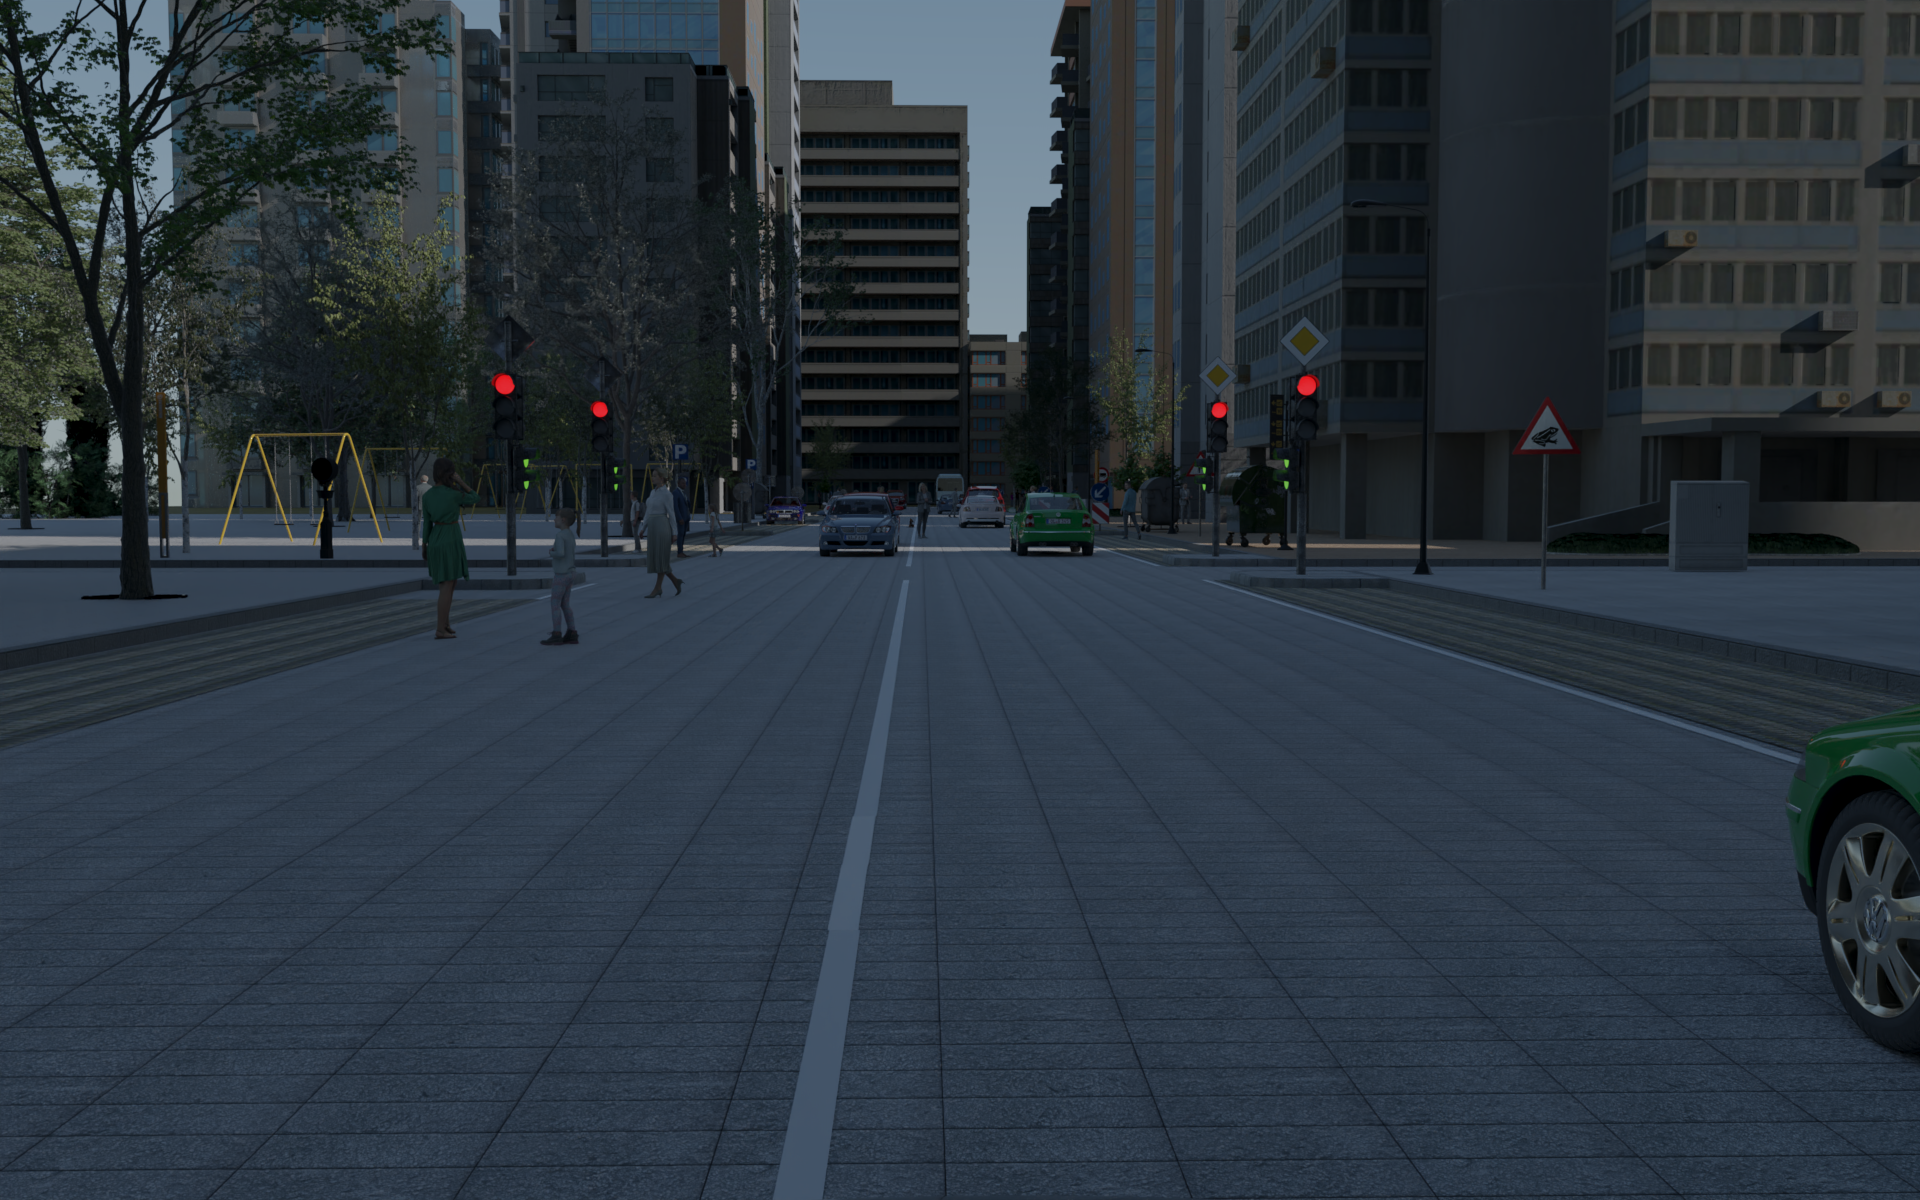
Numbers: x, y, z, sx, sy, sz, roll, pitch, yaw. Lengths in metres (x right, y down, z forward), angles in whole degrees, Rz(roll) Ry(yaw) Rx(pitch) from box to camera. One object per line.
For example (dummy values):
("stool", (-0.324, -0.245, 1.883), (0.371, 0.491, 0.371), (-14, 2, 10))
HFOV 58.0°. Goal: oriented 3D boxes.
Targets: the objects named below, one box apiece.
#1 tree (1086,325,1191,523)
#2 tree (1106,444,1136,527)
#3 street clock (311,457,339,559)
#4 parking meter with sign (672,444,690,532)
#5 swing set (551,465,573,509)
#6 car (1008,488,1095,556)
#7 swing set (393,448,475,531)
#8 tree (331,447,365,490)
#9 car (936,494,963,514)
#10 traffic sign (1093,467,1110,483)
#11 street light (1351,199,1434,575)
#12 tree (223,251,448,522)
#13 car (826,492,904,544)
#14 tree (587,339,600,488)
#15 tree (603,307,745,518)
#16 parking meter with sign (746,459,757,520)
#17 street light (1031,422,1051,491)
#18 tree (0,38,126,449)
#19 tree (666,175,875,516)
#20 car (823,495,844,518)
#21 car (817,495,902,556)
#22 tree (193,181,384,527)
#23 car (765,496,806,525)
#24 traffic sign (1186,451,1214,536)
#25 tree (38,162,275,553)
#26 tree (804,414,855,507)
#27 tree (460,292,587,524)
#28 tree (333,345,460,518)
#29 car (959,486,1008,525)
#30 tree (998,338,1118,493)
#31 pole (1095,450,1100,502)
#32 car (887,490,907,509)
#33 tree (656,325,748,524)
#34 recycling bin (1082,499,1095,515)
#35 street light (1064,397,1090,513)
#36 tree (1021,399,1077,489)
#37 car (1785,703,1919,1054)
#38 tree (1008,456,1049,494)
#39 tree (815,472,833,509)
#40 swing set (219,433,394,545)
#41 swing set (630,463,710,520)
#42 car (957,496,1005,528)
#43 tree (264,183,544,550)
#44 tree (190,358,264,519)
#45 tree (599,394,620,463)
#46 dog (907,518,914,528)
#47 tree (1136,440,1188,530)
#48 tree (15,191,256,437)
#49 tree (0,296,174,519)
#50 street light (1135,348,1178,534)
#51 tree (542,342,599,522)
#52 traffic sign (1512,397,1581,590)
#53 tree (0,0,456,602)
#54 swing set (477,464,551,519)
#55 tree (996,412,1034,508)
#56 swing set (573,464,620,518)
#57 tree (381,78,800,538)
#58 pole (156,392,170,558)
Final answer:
("tree", (7.629, -7.677, 75.879), (4.737, 8.622, 4.395), (0, 3, 0))
("tree", (6.606, -4.445, 67.280), (1.663, 3.219, 1.824), (0, 3, 0))
("street clock", (-12.586, -1.822, 34.362), (0.471, 2.002, 0.358), (1, 4, 12))
("parking meter with sign", (-9.559, -3.872, 59.562), (0.543, 3.016, 1.738), (-1, 4, -12))
("swing set", (-22.808, -5.977, 95.340), (3.119, 2.851, 2.862), (2, 4, 35))
("car", (2.160, -2.000, 41.500), (1.959, 1.807, 4.718), (0, 4, -2))
("swing set", (-18.651, -3.739, 58.747), (3.119, 2.851, 2.862), (1, 4, 10))
("tree", (-37.642, -9.488, 105.488), (4.360, 8.622, 3.978), (0, 3, 0))
("car", (-0.701, -6.870, 124.333), (2.014, 1.417, 4.499), (0, 4, -3))
("traffic sign", (6.669, -4.986, 81.628), (0.768, 2.556, 0.104), (0, 4, 6))
("street light", (6.859, -3.361, 27.491), (1.470, 5.913, 1.316), (0, 4, -1))
("tree", (-28.878, -10.020, 80.838), (9.611, 12.733, 9.660), (0, 3, 0))
("car", (-2.637, -2.422, 48.635), (2.155, 1.783, 4.494), (0, 4, 0))
("tree", (-15.941, -7.586, 74.399), (4.360, 8.622, 3.978), (0, 3, 0))
("tree", (-10.767, -7.128, 66.911), (4.360, 8.622, 3.978), (0, 3, 0))
("parking meter with sign", (-10.549, -5.569, 87.317), (0.543, 3.016, 1.738), (-1, 4, -9))
("street light", (5.191, -8.428, 110.341), (1.470, 5.913, 1.316), (0, 4, -1))
("tree", (-24.621, -7.631, 42.890), (7.486, 12.596, 7.792), (0, 3, 0))
("tree", (-11.354, -15.038, 101.762), (12.611, 20.169, 13.585), (0, 3, 0))
("car", (-5.833, -4.567, 87.040), (2.083, 1.381, 4.827), (0, 4, -1))
("car", (-2.379, -1.794, 41.342), (2.014, 1.417, 4.499), (0, 4, 0))
("tree", (-24.783, -9.592, 67.204), (12.009, 13.543, 11.850), (0, 3, 0))
("car", (-8.173, -4.205, 81.328), (1.945, 1.354, 3.894), (0, 4, -3))
("traffic sign", (7.260, -3.201, 52.346), (0.884, 2.594, 0.081), (0, 4, 1))
("tree", (-17.113, -5.329, 37.493), (4.360, 8.622, 3.978), (0, 3, 0))
("tree", (-11.922, -12.731, 158.512), (4.737, 8.622, 4.395), (0, 3, 0))
("tree", (-16.538, -6.948, 63.964), (4.360, 8.622, 3.978), (0, 3, 0))
("tree", (-30.785, -9.595, 91.291), (7.601, 10.594, 8.767), (1, 4, 16))
("car", (1.097, -4.418, 80.901), (2.281, 1.827, 5.304), (0, 4, 1))
("tree", (5.832, -10.385, 104.203), (7.601, 10.594, 8.767), (-1, 4, -15))
("pole", (6.331, -5.267, 79.953), (0.158, 3.312, 0.155), (0, 3, 0))
("car", (-6.123, -9.480, 163.671), (2.281, 1.827, 5.304), (0, 4, 0))
("tree", (-10.951, -7.592, 74.490), (4.737, 8.622, 4.395), (0, 3, 0))
("recycling bin", (6.279, -4.536, 86.712), (0.722, 1.027, 0.722), (-3, 5, -43))
("street light", (5.644, -6.747, 82.854), (1.470, 5.913, 1.316), (0, 4, -1))
("tree", (6.063, -10.593, 123.556), (4.360, 8.622, 3.978), (0, 3, 0))
("car", (3.245, 0.349, 3.083), (1.959, 1.807, 4.718), (0, 4, -1))
("tree", (5.636, -9.907, 145.697), (4.285, 4.588, 4.351), (0, 3, 0))
("tree", (-12.010, -9.772, 154.369), (1.663, 3.219, 1.824), (0, 3, 0))
("swing set", (-16.970, -2.891, 44.882), (3.119, 2.851, 2.862), (1, 4, 17))
("swing set", (-14.644, -5.539, 88.183), (3.119, 2.851, 2.862), (1, 4, 10))
("car", (0.902, -3.791, 74.341), (2.083, 1.381, 4.827), (0, 4, -1))
("tree", (-12.503, -5.442, 39.335), (4.737, 8.622, 4.395), (0, 3, 0))
("tree", (-37.259, -8.475, 88.921), (4.737, 8.622, 4.395), (0, 3, 0))
("tree", (-19.525, -8.266, 85.509), (4.737, 8.622, 4.395), (0, 3, 0))
("dog", (-2.162, -3.300, 74.143), (0.550, 0.427, 0.748), (2, 4, 33))
("tree", (7.367, -4.134, 62.188), (1.663, 3.219, 1.824), (0, 3, 0))
("tree", (-25.750, -7.290, 53.597), (8.767, 10.594, 7.601), (1, 4, 22))
("tree", (-50.893, -11.811, 94.934), (13.155, 14.587, 18.604), (-1, 4, -20))
("street light", (6.267, -5.066, 55.372), (1.470, 5.913, 1.316), (0, 4, -1))
("tree", (-19.481, -7.955, 80.426), (4.737, 8.622, 4.395), (0, 3, 0))
("traffic sign", (7.841, -1.419, 23.208), (0.884, 2.594, 0.081), (0, 4, 8))
("tree", (-10.195, -5.808, 20.724), (9.928, 11.665, 9.643), (0, 3, 0))
("swing set", (-23.609, -5.669, 90.308), (3.119, 2.851, 2.862), (1, 4, 16))
("tree", (5.001, -12.527, 155.172), (4.737, 8.622, 4.395), (0, 3, 0))
("swing set", (-18.488, -5.687, 90.609), (3.119, 2.851, 2.862), (-1, 4, -14))
("tree", (-9.935, -8.615, 51.230), (12.009, 13.543, 11.850), (0, 3, 0))
("pole", (-16.023, -2.506, 34.810), (0.158, 3.312, 0.155), (0, 3, 0))
